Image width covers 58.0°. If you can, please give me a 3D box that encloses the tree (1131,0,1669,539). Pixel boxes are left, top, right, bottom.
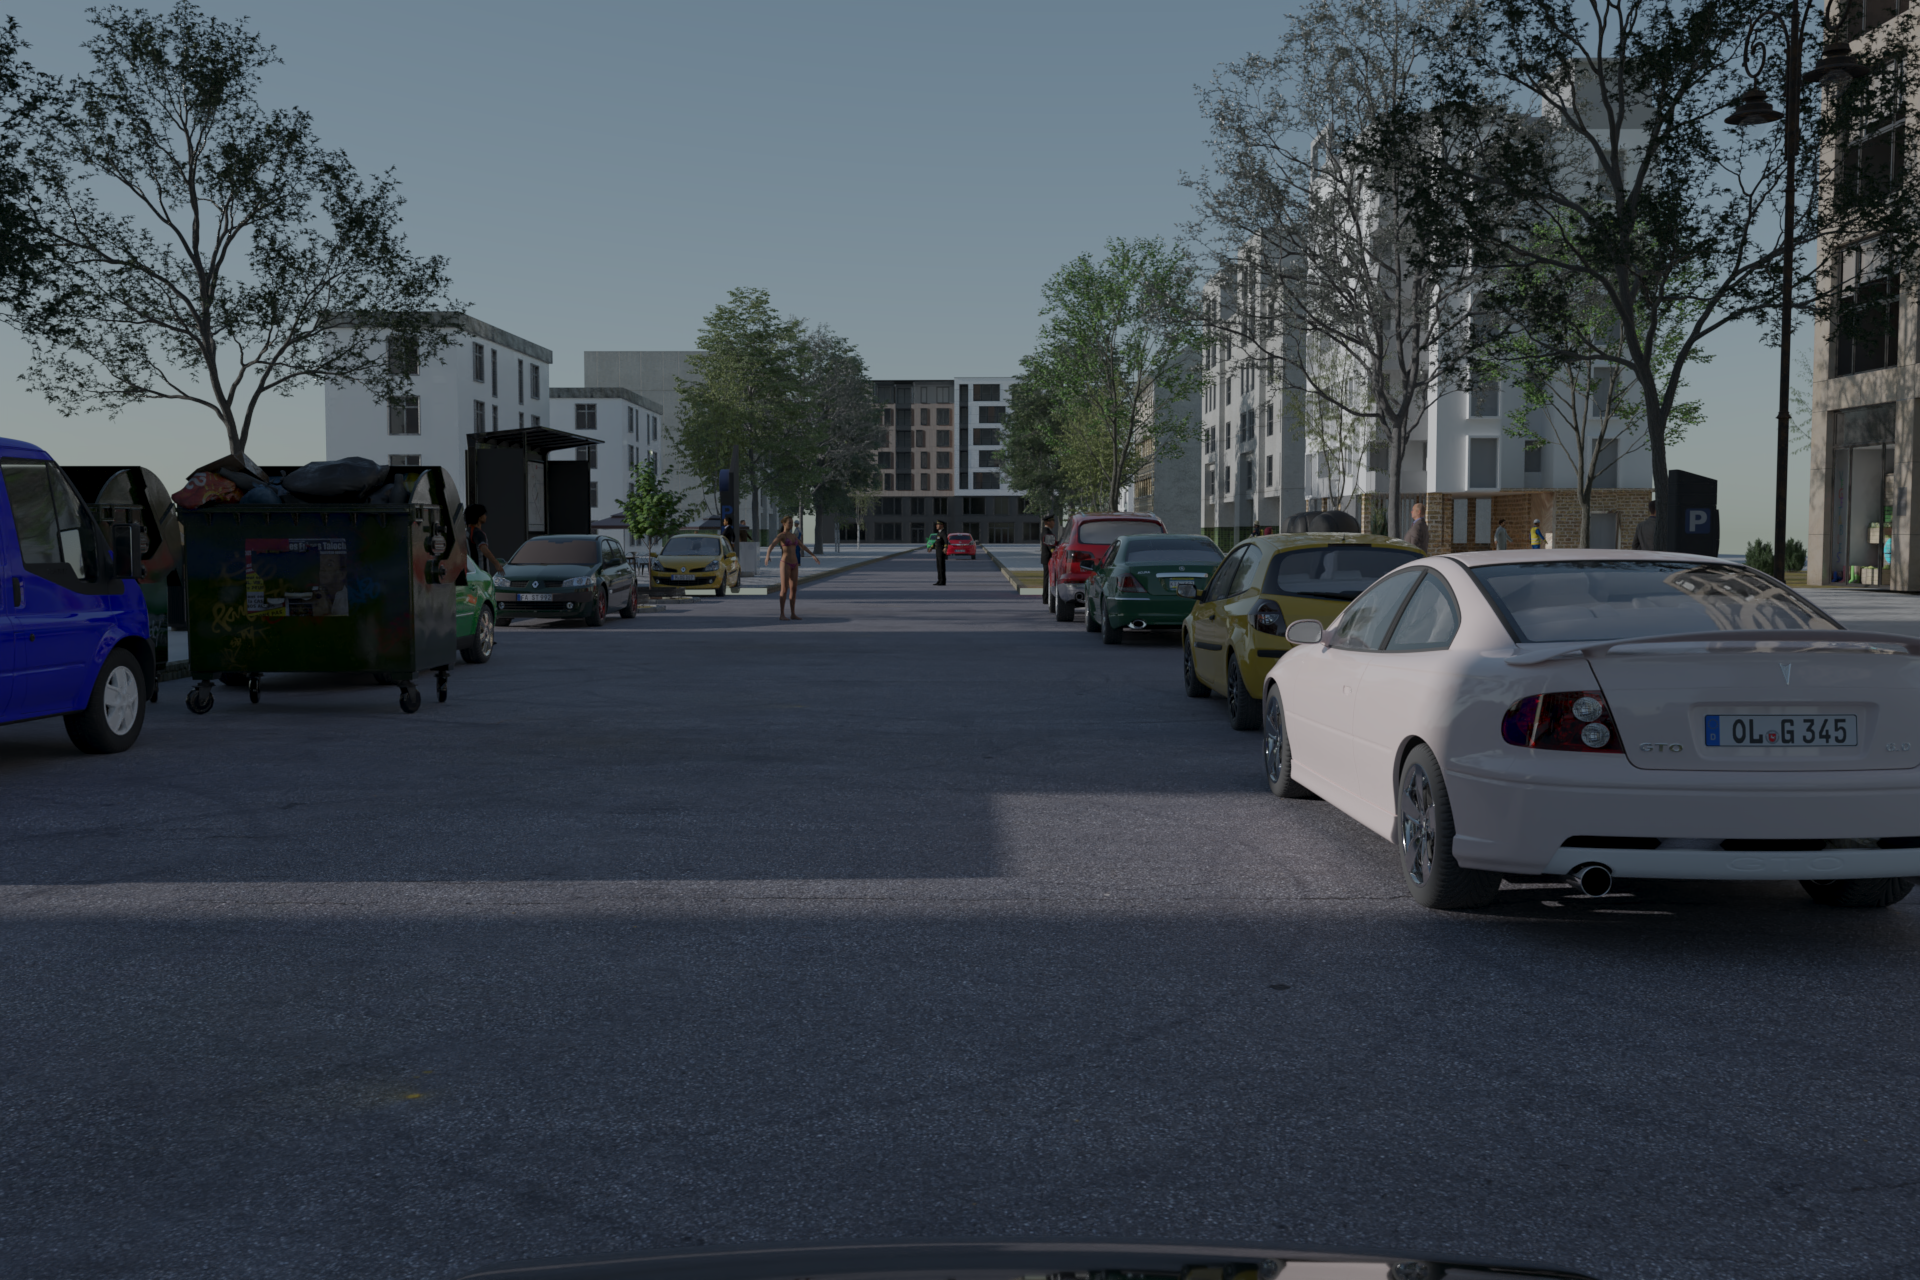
[{"bbox_3d":[9.053,-7.670,35.776,12.009,13.543,11.850,0,3,0],"label":"tree"}]

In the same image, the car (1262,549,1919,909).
[{"bbox_3d":[2.654,0.266,8.013,2.083,1.381,4.827,0,4,-1],"label":"car"}]

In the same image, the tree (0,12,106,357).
[{"bbox_3d":[-12.477,-5.076,17.413,7.601,10.594,8.767,0,3,0],"label":"tree"}]

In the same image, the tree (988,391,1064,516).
[{"bbox_3d":[7.127,-14.080,140.571,12.009,13.543,11.850,0,3,0],"label":"tree"}]

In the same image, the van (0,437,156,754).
[{"bbox_3d":[-6.420,-0.318,9.583,2.240,2.365,5.245,0,3,0],"label":"van"}]

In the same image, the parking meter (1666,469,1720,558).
[{"bbox_3d":[6.647,-0.613,15.731,0.399,1.863,0.255,0,4,0],"label":"parking meter"}]

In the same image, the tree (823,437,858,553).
[{"bbox_3d":[-8.224,-10.336,119.362,4.360,8.622,3.978,0,3,0],"label":"tree"}]

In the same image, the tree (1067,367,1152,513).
[{"bbox_3d":[6.495,-7.751,77.098,4.737,8.622,4.395,0,3,0],"label":"tree"}]

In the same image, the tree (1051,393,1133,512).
[{"bbox_3d":[6.553,-8.439,88.339,4.737,8.622,4.395,0,3,0],"label":"tree"}]

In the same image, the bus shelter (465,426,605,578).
[{"bbox_3d":[-9.884,-3.027,40.770,1.731,3.624,6.357,0,4,1],"label":"bus shelter"}]

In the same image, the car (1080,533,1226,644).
[{"bbox_3d":[2.762,-0.742,23.937,2.131,1.459,4.920,0,4,0],"label":"car"}]

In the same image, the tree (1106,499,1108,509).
[{"bbox_3d":[21.366,-17.188,231.385,4.360,8.622,3.978,0,3,0],"label":"tree"}]

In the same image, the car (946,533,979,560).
[{"bbox_3d":[-0.014,-5.424,97.719,2.155,1.783,4.494,0,4,0],"label":"car"}]

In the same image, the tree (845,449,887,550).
[{"bbox_3d":[-8.623,-11.786,143.070,4.360,8.622,3.978,0,3,0],"label":"tree"}]

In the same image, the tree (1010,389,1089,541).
[{"bbox_3d":[6.958,-11.786,118.457,9.928,11.665,9.643,0,3,0],"label":"tree"}]

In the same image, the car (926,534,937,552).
[{"bbox_3d":[-1.748,-8.030,140.089,1.959,1.807,4.718,0,4,0],"label":"car"}]

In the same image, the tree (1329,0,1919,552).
[{"bbox_3d":[9.036,-5.355,21.962,8.767,10.594,7.601,1,4,10],"label":"tree"}]

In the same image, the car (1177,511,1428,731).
[{"bbox_3d":[2.832,-0.234,14.050,2.015,1.641,3.980,0,4,0],"label":"car"}]

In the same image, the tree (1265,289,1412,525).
[{"bbox_3d":[10.649,-6.017,48.739,4.360,8.622,3.978,0,3,0],"label":"tree"}]

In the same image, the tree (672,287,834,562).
[{"bbox_3d":[-9.903,-9.918,80.283,7.486,12.596,7.792,0,3,0],"label":"tree"}]

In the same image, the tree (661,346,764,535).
[{"bbox_3d":[-9.570,-7.206,68.177,4.737,8.622,4.395,0,3,0],"label":"tree"}]

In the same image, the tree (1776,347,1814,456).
[{"bbox_3d":[28.833,-6.414,55.238,4.360,8.622,3.978,0,3,0],"label":"tree"}]

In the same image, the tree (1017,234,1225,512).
[{"bbox_3d":[5.465,-8.225,60.231,9.928,11.665,9.643,0,3,0],"label":"tree"}]

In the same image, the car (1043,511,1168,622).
[{"bbox_3d":[2.597,-1.295,29.844,2.281,1.827,5.304,0,4,1],"label":"car"}]

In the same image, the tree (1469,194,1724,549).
[{"bbox_3d":[19.174,-7.774,52.858,9.928,11.665,9.643,0,3,0],"label":"tree"}]

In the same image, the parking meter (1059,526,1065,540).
[{"bbox_3d":[3.216,-2.723,52.936,0.372,1.533,0.369,0,3,0],"label":"parking meter"}]

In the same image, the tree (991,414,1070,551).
[{"bbox_3d":[6.325,-12.421,128.847,9.928,11.665,9.643,0,3,0],"label":"tree"}]

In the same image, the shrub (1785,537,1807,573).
[{"bbox_3d":[27.666,-2.843,57.602,1.383,1.207,1.383,0,3,0],"label":"shrub"}]

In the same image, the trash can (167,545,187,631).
[{"bbox_3d":[-10.272,-0.698,23.059,0.748,1.137,0.748,0,3,0],"label":"trash can"}]

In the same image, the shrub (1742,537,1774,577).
[{"bbox_3d":[20.873,-2.086,45.229,1.383,1.207,1.383,0,3,0],"label":"shrub"}]

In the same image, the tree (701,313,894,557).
[{"bbox_3d":[-8.756,-11.329,95.600,12.009,13.543,11.850,0,3,0],"label":"tree"}]

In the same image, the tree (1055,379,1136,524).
[{"bbox_3d":[6.304,-8.102,82.835,4.737,8.622,4.395,0,3,0],"label":"tree"}]

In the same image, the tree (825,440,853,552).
[{"bbox_3d":[-9.231,-10.756,126.215,4.737,8.622,4.395,0,3,0],"label":"tree"}]

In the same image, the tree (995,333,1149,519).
[{"bbox_3d":[6.801,-12.138,105.103,9.857,13.997,8.962,0,3,0],"label":"tree"}]

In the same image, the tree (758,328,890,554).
[{"bbox_3d":[-8.961,-12.389,109.207,9.857,13.997,8.962,0,3,0],"label":"tree"}]

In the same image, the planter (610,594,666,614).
[{"bbox_3d":[-6.537,-0.671,32.110,1.991,0.319,1.994,0,4,1],"label":"planter"}]

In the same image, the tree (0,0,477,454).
[{"bbox_3d":[-12.288,-5.815,29.488,7.601,10.594,8.767,3,5,43],"label":"tree"}]
